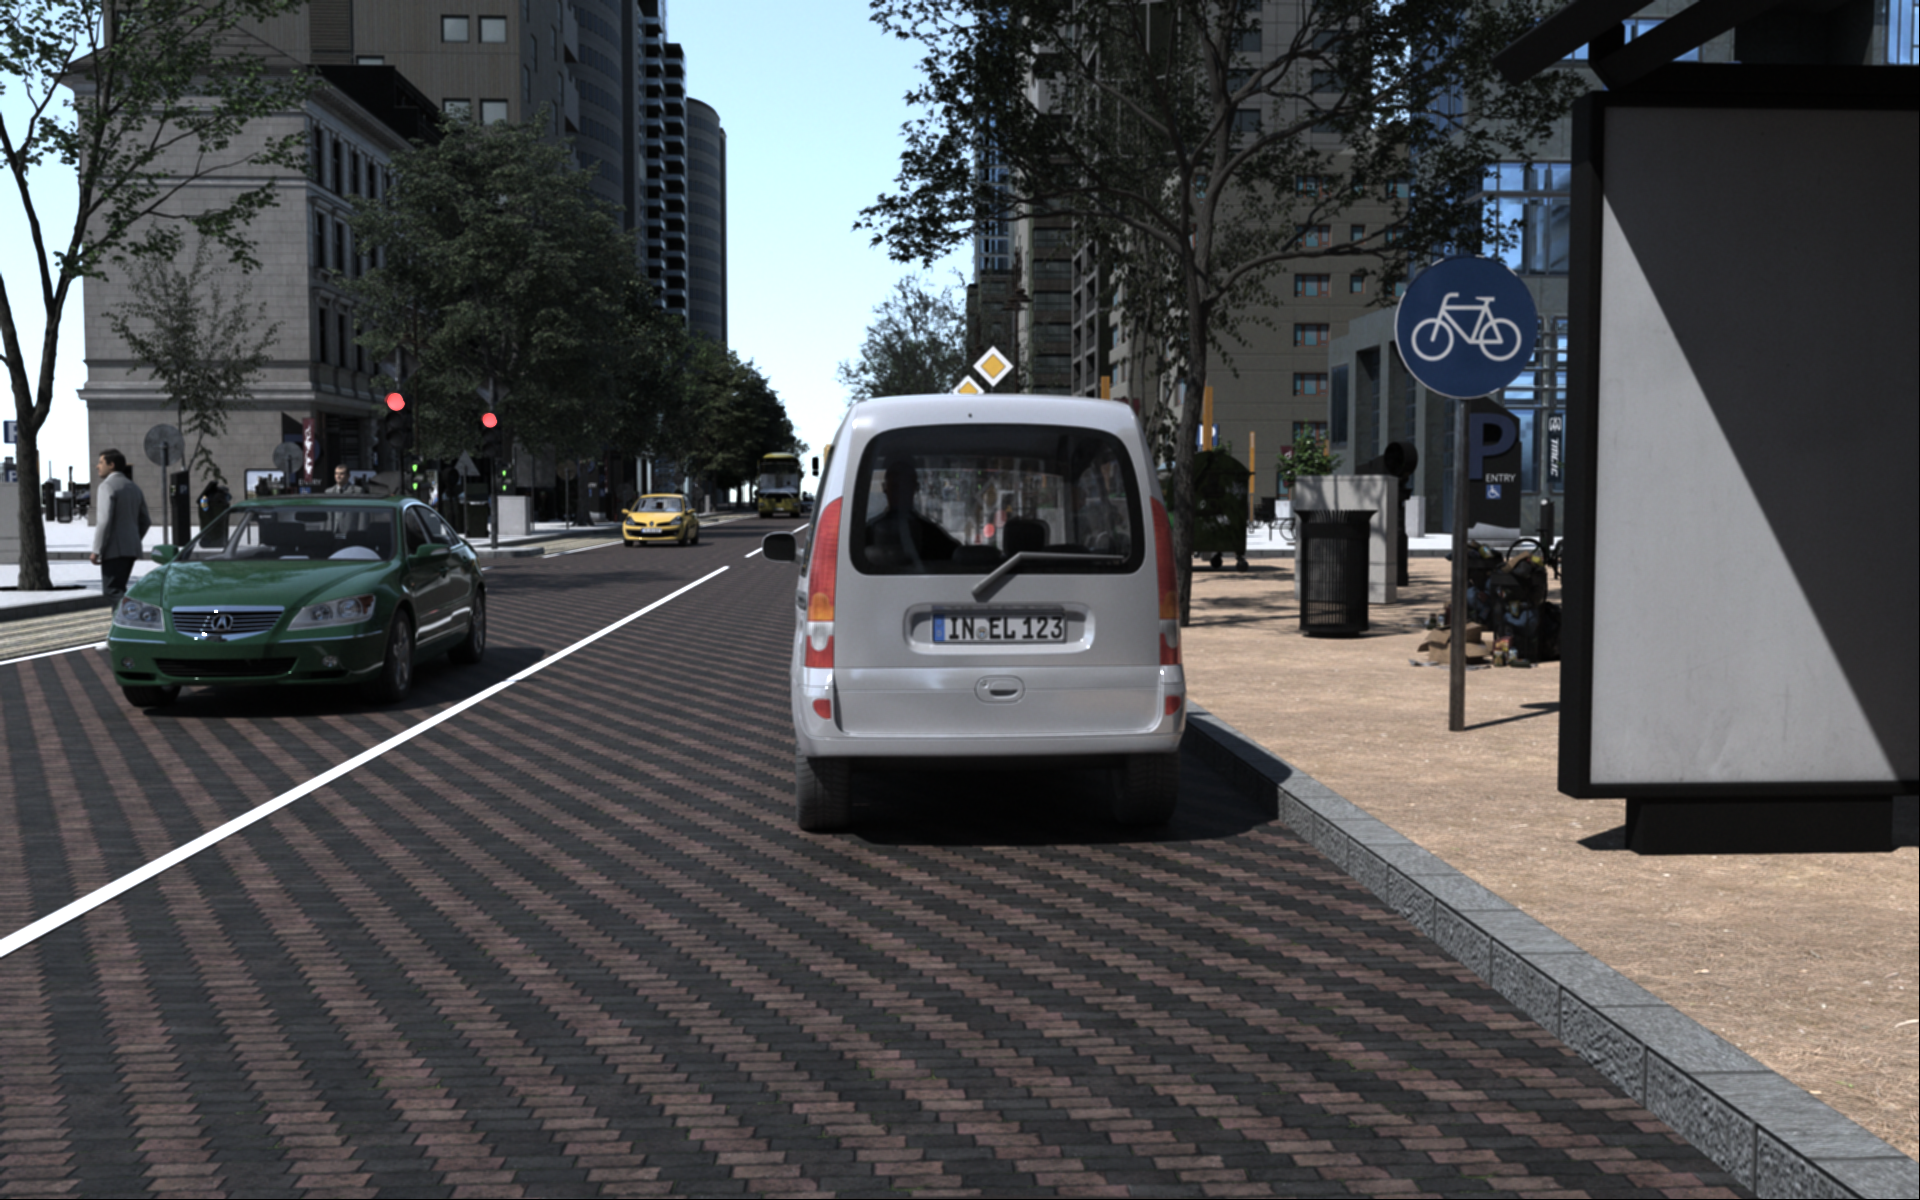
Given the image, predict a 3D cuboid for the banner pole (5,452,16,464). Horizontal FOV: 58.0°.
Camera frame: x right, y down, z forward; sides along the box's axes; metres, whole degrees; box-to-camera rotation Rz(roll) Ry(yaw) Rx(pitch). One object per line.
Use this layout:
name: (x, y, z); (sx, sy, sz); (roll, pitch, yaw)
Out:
banner pole: (-55.850, -6.858, 102.139); (0.863, 3.779, 0.401); (-1, 4, -19)

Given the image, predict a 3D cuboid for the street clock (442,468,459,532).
street clock: (-14.152, -2.666, 48.163); (0.358, 2.002, 0.471); (2, 4, 24)

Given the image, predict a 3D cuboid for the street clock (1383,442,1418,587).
street clock: (6.090, -1.188, 23.986); (0.358, 2.002, 0.471); (-2, 4, -24)

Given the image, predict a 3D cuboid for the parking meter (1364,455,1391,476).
parking meter: (6.295, -1.235, 25.903); (0.255, 1.863, 0.399); (-1, 4, -19)

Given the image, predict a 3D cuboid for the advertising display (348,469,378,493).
advertising display: (-15.491, -2.416, 44.715); (0.974, 1.923, 0.123); (-3, 5, -44)

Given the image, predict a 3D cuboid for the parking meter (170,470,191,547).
parking meter: (-18.933, -2.223, 42.056); (0.255, 1.863, 0.399); (2, 4, 33)

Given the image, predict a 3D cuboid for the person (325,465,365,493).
person: (-8.016, -0.843, 22.383); (0.694, 1.812, 0.767); (0, 4, 5)

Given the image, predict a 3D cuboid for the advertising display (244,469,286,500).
advertising display: (-17.700, -2.383, 44.168); (0.974, 1.923, 0.123); (-1, 4, -17)

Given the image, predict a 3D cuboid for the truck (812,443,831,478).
truck: (-3.807, -4.233, 65.140); (3.469, 3.379, 9.791); (0, 4, -5)

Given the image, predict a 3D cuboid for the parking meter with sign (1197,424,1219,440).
parking meter with sign: (5.814, -2.825, 42.443); (0.543, 3.016, 1.738); (2, 4, 25)

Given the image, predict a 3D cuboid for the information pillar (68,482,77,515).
information pillar: (-53.310, -6.086, 103.994); (0.304, 2.012, 0.304); (1, 4, 14)

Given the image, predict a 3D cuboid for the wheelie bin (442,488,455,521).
wheelie bin: (-16.205, -2.918, 55.625); (0.693, 1.594, 0.980); (1, 4, 21)

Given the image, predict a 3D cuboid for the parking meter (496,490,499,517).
parking meter: (-25.859, -5.411, 96.887); (0.372, 1.533, 0.369); (0, 3, 0)

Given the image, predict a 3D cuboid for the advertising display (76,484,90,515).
advertising display: (-54.299, -6.237, 107.194); (0.123, 1.923, 0.974); (3, 5, 41)

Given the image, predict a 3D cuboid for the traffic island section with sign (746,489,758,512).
traffic island section with sign: (-16.311, -8.050, 140.245); (1.989, 1.847, 2.006); (0, 4, -3)

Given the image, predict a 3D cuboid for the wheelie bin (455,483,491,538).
wheelie bin: (-14.130, -2.607, 50.537); (0.980, 1.594, 0.693); (-1, 4, -19)

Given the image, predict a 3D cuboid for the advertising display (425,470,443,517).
advertising display: (-14.007, -2.504, 46.146); (0.123, 1.923, 0.974); (-3, 4, -36)

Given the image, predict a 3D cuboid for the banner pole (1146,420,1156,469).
banner pole: (6.364, -4.172, 58.229); (0.863, 3.779, 0.401); (-3, 4, -36)

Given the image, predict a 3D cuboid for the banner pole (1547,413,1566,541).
banner pole: (16.294, -3.491, 47.088); (0.401, 3.779, 0.863); (-2, 4, -35)

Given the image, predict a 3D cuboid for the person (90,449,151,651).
person: (-7.557, -0.451, 15.721); (0.795, 1.843, 0.661); (1, 4, 9)

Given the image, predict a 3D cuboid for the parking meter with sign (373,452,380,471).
parking meter with sign: (-23.371, -4.628, 71.925); (1.738, 3.016, 0.543); (-2, 4, -35)

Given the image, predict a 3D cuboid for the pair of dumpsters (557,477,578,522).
pair of dumpsters: (-18.184, -4.903, 82.657); (1.574, 2.255, 4.437); (0, 4, -3)

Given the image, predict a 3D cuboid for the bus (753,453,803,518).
bus: (-11.096, -7.061, 106.992); (2.896, 3.916, 12.252); (0, 4, -5)

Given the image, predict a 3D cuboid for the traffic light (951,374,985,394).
traffic light: (0.172, -3.174, 40.823); (0.839, 4.253, 0.868); (0, 4, -3)

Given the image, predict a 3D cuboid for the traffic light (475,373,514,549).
traffic light: (-10.822, -3.137, 40.211); (0.839, 4.253, 0.868); (0, 4, -3)

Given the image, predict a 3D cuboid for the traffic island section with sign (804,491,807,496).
traffic island section with sign: (-22.261, -14.735, 249.541); (1.989, 1.847, 2.006); (0, 4, -3)

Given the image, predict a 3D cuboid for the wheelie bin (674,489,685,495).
wheelie bin: (-16.193, -5.612, 99.667); (0.693, 1.594, 0.980); (-2, 4, -28)

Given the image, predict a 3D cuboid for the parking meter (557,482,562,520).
parking meter: (-20.067, -4.963, 86.850); (0.255, 1.863, 0.399); (-1, 4, -8)

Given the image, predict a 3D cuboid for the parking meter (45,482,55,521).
parking meter: (-43.175, -4.676, 82.167); (0.255, 1.863, 0.399); (0, 4, 8)

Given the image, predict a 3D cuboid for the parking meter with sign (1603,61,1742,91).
parking meter with sign: (3.386, -0.712, 7.902); (0.543, 3.016, 1.738); (2, 4, 33)

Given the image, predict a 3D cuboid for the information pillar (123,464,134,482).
information pillar: (-20.388, -2.318, 42.387); (0.304, 2.012, 0.304); (-3, 4, -36)

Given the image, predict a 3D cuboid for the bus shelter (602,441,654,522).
bus shelter: (-16.287, -6.477, 83.535); (2.179, 5.291, 8.768); (0, 4, -3)

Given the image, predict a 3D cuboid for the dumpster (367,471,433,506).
dumpster: (-14.353, -2.363, 44.397); (1.264, 1.857, 1.865); (0, 4, -3)

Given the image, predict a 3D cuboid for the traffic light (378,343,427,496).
traffic light: (-10.388, -2.649, 32.238); (0.839, 4.253, 0.868); (0, 4, -3)

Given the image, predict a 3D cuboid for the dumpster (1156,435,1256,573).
dumpster: (4.041, -1.623, 29.027); (1.502, 2.255, 1.985); (0, 4, -3)

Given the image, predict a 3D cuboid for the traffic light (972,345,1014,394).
traffic light: (0.606, -2.687, 32.850); (0.839, 4.253, 0.868); (0, 4, -3)

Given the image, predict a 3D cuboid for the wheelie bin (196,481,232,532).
wheelie bin: (-17.776, -2.044, 41.327); (0.693, 1.594, 0.980); (-1, 4, -10)

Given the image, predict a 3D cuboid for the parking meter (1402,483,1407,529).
parking meter: (6.177, -1.000, 24.768); (0.372, 1.533, 0.369); (0, 3, 0)

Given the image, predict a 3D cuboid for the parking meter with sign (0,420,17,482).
parking meter with sign: (-22.852, -2.785, 41.794); (0.543, 3.016, 1.738); (-3, 4, -36)

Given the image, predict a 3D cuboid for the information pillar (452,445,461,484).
information pillar: (-23.883, -5.555, 82.183); (0.183, 3.616, 0.504); (2, 4, 26)

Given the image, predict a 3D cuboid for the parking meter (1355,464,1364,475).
parking meter: (7.120, -1.512, 30.430); (0.399, 1.863, 0.255); (1, 4, 23)

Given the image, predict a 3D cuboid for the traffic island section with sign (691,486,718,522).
traffic island section with sign: (-13.560, -4.961, 89.734); (1.989, 1.847, 2.006); (0, 4, -3)

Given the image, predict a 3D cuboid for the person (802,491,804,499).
person: (-21.257, -13.880, 235.417); (0.705, 1.826, 1.348); (1, 4, 10)

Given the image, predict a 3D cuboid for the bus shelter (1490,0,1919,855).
bus shelter: (3.085, -0.594, 3.639); (2.014, 3.302, 5.546); (0, 4, -3)

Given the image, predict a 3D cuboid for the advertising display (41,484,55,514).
advertising display: (-57.604, -6.384, 109.585); (0.123, 1.923, 0.974); (2, 4, 32)

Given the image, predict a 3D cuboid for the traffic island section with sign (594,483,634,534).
traffic island section with sign: (-12.081, -3.294, 62.486); (1.989, 1.847, 2.006); (0, 4, -3)

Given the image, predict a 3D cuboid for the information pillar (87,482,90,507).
information pillar: (-55.128, -6.444, 109.853); (0.304, 2.012, 0.304); (-3, 5, -45)
